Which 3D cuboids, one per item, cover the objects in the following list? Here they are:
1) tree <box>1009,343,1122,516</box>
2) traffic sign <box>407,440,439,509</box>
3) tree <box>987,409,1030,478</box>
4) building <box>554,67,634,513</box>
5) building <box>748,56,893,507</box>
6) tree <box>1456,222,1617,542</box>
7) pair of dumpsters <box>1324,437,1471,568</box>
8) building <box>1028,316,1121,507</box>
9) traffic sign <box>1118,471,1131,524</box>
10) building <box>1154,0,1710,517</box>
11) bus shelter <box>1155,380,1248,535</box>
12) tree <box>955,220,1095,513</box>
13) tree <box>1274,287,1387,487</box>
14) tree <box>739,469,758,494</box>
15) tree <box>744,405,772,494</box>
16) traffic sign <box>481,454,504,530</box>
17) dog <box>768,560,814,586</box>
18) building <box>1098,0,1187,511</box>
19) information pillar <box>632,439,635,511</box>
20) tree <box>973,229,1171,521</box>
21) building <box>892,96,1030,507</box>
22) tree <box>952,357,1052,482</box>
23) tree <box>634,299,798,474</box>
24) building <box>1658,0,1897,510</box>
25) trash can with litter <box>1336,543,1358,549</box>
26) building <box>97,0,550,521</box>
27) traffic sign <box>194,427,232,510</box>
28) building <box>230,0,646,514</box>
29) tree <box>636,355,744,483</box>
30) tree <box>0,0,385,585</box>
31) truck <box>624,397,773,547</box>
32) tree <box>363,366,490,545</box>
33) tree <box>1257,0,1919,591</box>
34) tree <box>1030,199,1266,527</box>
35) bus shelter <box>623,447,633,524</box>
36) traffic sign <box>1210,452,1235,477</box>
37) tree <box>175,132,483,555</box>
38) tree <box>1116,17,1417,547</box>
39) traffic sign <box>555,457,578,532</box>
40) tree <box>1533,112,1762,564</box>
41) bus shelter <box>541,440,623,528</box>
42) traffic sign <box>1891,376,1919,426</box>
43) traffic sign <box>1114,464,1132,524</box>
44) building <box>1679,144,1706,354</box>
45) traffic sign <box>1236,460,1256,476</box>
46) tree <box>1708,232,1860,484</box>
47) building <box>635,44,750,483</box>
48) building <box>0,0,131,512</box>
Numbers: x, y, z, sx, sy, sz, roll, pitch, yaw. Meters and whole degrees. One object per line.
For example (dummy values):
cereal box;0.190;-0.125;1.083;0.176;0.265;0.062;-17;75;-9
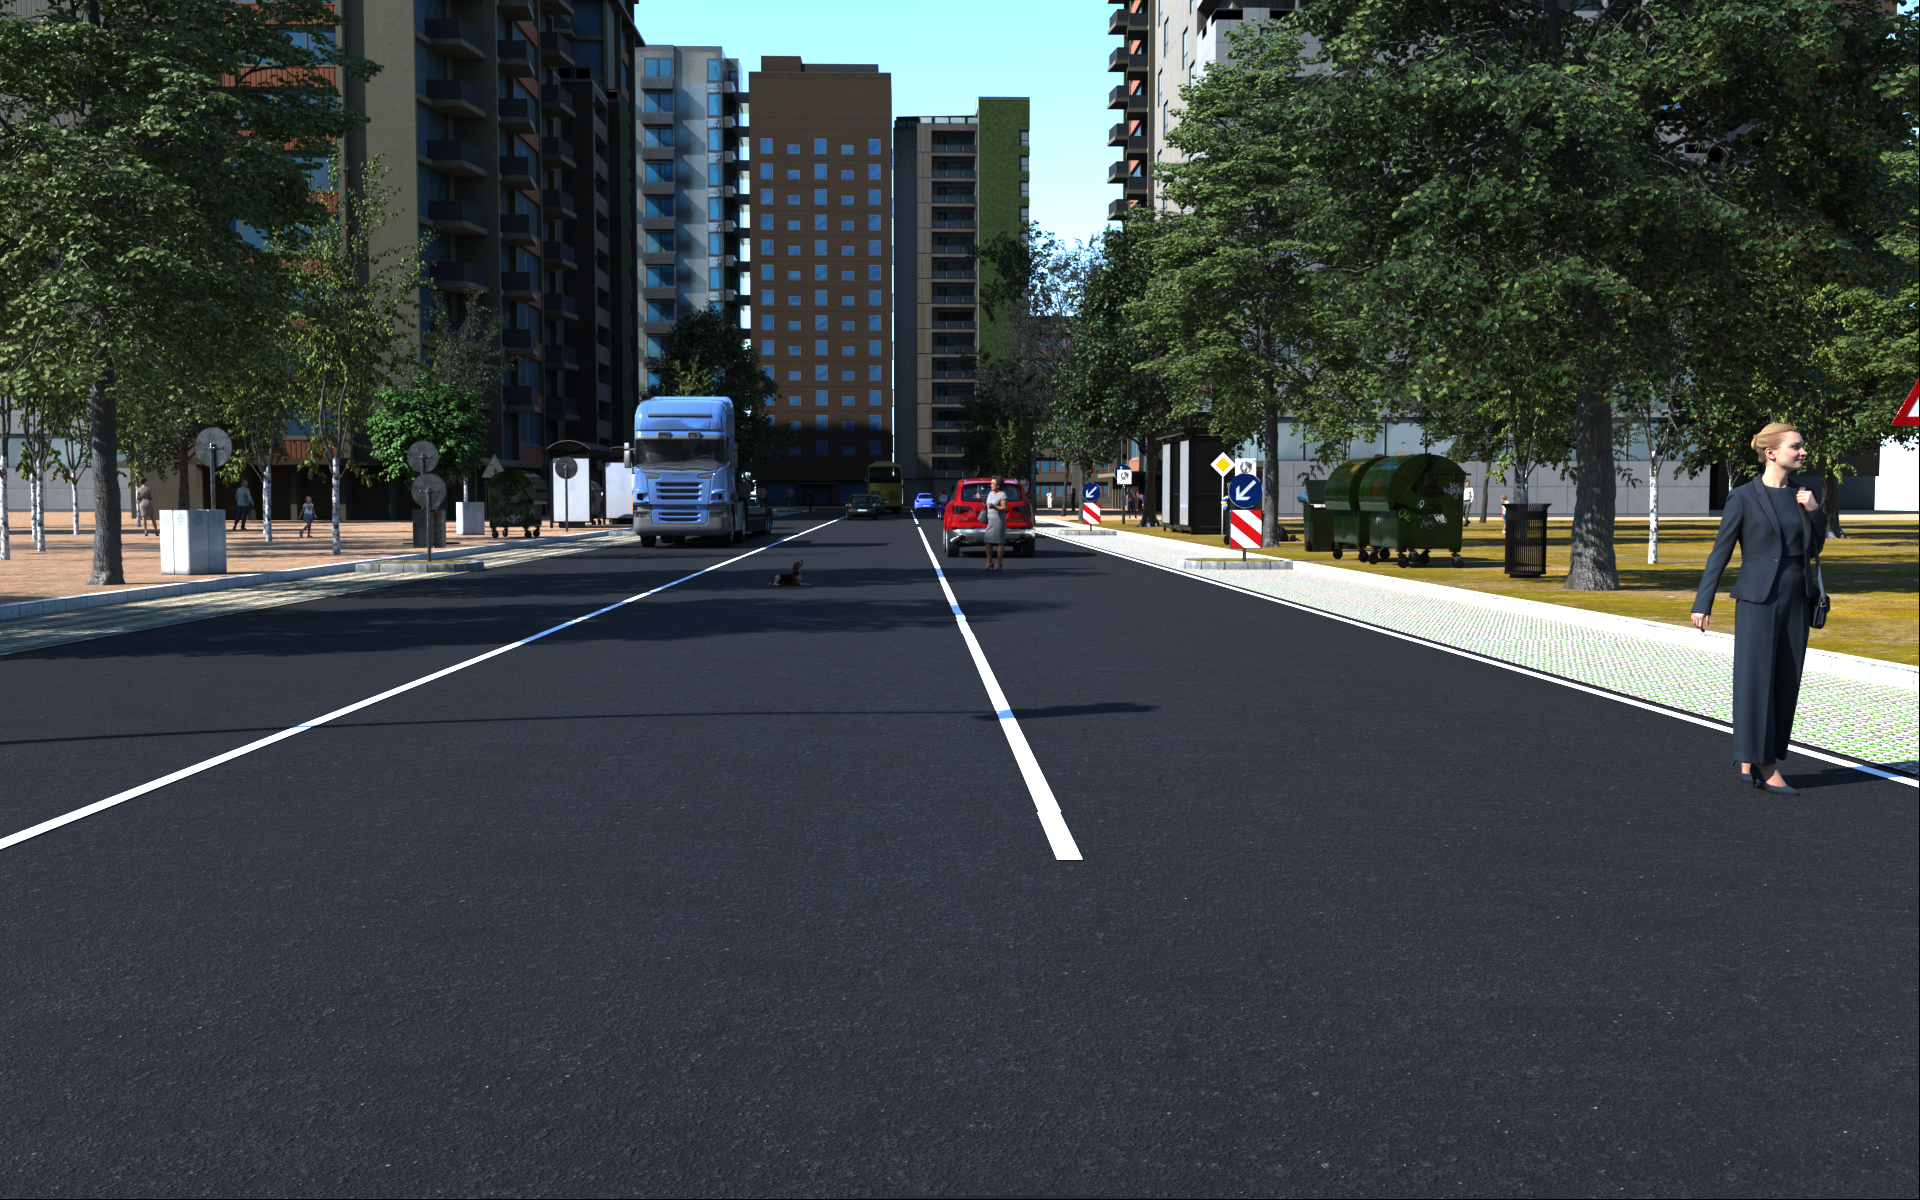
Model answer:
tree;6.248;-10.089;99.361;7.601;10.594;8.767;2;4;30
traffic sign;-12.772;-2.513;41.190;0.768;2.556;0.104;0;4;2
tree;4.100;-12.223;150.211;4.737;8.622;4.395;0;3;0
building;-30.429;-21.174;117.898;14.160;30.474;14.107;0;4;-2
building;-14.195;-32.462;180.871;14.200;45.320;14.600;0;4;-2
tree;15.088;-5.847;45.958;4.737;8.622;4.395;0;3;0
pair of dumpsters;8.013;-1.800;31.916;1.574;2.255;4.437;0;4;-2
building;21.344;-21.058;189.339;28.899;21.520;27.650;0;4;-2
traffic sign;6.996;-4.375;73.662;0.606;2.300;0.079;0;4;7
building;27.354;-31.733;108.080;28.713;52.752;27.495;0;4;-2
bus shelter;7.906;-4.947;58.513;2.179;5.291;8.768;0;4;-2
tree;5.839;-16.008;117.626;12.611;20.169;13.585;0;3;0
tree;12.807;-6.611;58.458;4.360;8.622;3.978;0;3;0
tree;-16.293;-8.433;132.480;1.663;3.219;1.824;0;3;0
tree;-15.796;-10.868;128.060;4.737;8.622;4.395;0;3;0
traffic sign;-15.116;-3.440;56.240;0.884;2.594;0.081;0;4;4
dog;-2.666;-0.428;27.195;0.550;0.427;0.748;-2;4;-30
building;23.284;-29.510;137.117;22.147;44.769;28.867;0;4;-2
information pillar;-13.498;-4.928;71.919;0.183;3.616;0.504;-2;4;-29
tree;5.731;-10.444;81.128;12.009;13.543;11.850;0;3;0
building;-0.068;-30.466;181.710;14.086;41.232;14.154;0;4;-2
tree;4.124;-15.509;160.224;9.857;13.997;8.962;0;3;0
tree;-14.752;-11.330;102.251;9.611;12.733;9.660;0;3;0
building;66.728;-30.265;144.948;14.200;45.320;14.600;0;4;-2
trash can with litter;8.943;-1.783;40.545;0.624;1.170;1.055;-1;4;-13
building;-33.785;-26.989;95.895;22.147;44.769;28.867;0;4;-2
traffic sign;-14.195;-2.007;32.918;0.768;2.556;0.104;0;4;7
building;-38.927;-29.602;138.618;28.867;44.769;22.147;0;4;-2
tree;-14.793;-8.639;91.618;4.737;8.622;4.395;0;3;0
tree;-12.276;-6.513;24.617;7.486;12.596;7.792;0;3;0
truck;-7.656;-3.909;53.663;2.967;4.110;18.799;0;4;-2
tree;-13.630;-3.720;44.544;4.285;4.588;4.351;0;3;0
tree;8.421;-7.105;22.824;9.857;13.997;8.962;0;3;0
tree;7.554;-9.211;67.611;9.611;12.733;9.660;0;3;0
bus shelter;-14.501;-5.022;76.036;2.014;3.302;5.546;0;4;-2
traffic sign;8.217;-3.320;54.020;0.795;2.593;0.064;0;4;0
tree;-12.963;-5.254;36.272;4.737;8.622;4.395;0;3;0
tree;7.302;-7.599;42.363;7.486;12.596;7.792;0;3;0
traffic sign;-13.345;-3.586;58.730;0.768;2.556;0.104;0;4;0
tree;12.560;-4.966;31.558;4.360;8.622;3.978;0;3;0
bus shelter;-14.692;-4.494;67.408;2.014;3.302;5.546;0;4;-2
traffic sign;7.659;-0.824;13.476;0.884;2.594;0.081;0;4;1
traffic sign;6.970;-4.516;73.943;0.768;2.556;0.104;0;4;7
building;52.558;-22.872;145.656;14.107;30.474;14.160;0;4;-2
traffic sign;8.288;-2.945;50.276;0.606;2.300;0.079;0;4;4
tree;19.990;-5.594;41.827;4.737;8.622;4.395;0;3;0
building;-37.238;-34.596;185.252;30.456;49.044;23.786;0;4;-2
building;-67.047;-33.351;134.531;27.495;52.752;28.713;0;4;-2
